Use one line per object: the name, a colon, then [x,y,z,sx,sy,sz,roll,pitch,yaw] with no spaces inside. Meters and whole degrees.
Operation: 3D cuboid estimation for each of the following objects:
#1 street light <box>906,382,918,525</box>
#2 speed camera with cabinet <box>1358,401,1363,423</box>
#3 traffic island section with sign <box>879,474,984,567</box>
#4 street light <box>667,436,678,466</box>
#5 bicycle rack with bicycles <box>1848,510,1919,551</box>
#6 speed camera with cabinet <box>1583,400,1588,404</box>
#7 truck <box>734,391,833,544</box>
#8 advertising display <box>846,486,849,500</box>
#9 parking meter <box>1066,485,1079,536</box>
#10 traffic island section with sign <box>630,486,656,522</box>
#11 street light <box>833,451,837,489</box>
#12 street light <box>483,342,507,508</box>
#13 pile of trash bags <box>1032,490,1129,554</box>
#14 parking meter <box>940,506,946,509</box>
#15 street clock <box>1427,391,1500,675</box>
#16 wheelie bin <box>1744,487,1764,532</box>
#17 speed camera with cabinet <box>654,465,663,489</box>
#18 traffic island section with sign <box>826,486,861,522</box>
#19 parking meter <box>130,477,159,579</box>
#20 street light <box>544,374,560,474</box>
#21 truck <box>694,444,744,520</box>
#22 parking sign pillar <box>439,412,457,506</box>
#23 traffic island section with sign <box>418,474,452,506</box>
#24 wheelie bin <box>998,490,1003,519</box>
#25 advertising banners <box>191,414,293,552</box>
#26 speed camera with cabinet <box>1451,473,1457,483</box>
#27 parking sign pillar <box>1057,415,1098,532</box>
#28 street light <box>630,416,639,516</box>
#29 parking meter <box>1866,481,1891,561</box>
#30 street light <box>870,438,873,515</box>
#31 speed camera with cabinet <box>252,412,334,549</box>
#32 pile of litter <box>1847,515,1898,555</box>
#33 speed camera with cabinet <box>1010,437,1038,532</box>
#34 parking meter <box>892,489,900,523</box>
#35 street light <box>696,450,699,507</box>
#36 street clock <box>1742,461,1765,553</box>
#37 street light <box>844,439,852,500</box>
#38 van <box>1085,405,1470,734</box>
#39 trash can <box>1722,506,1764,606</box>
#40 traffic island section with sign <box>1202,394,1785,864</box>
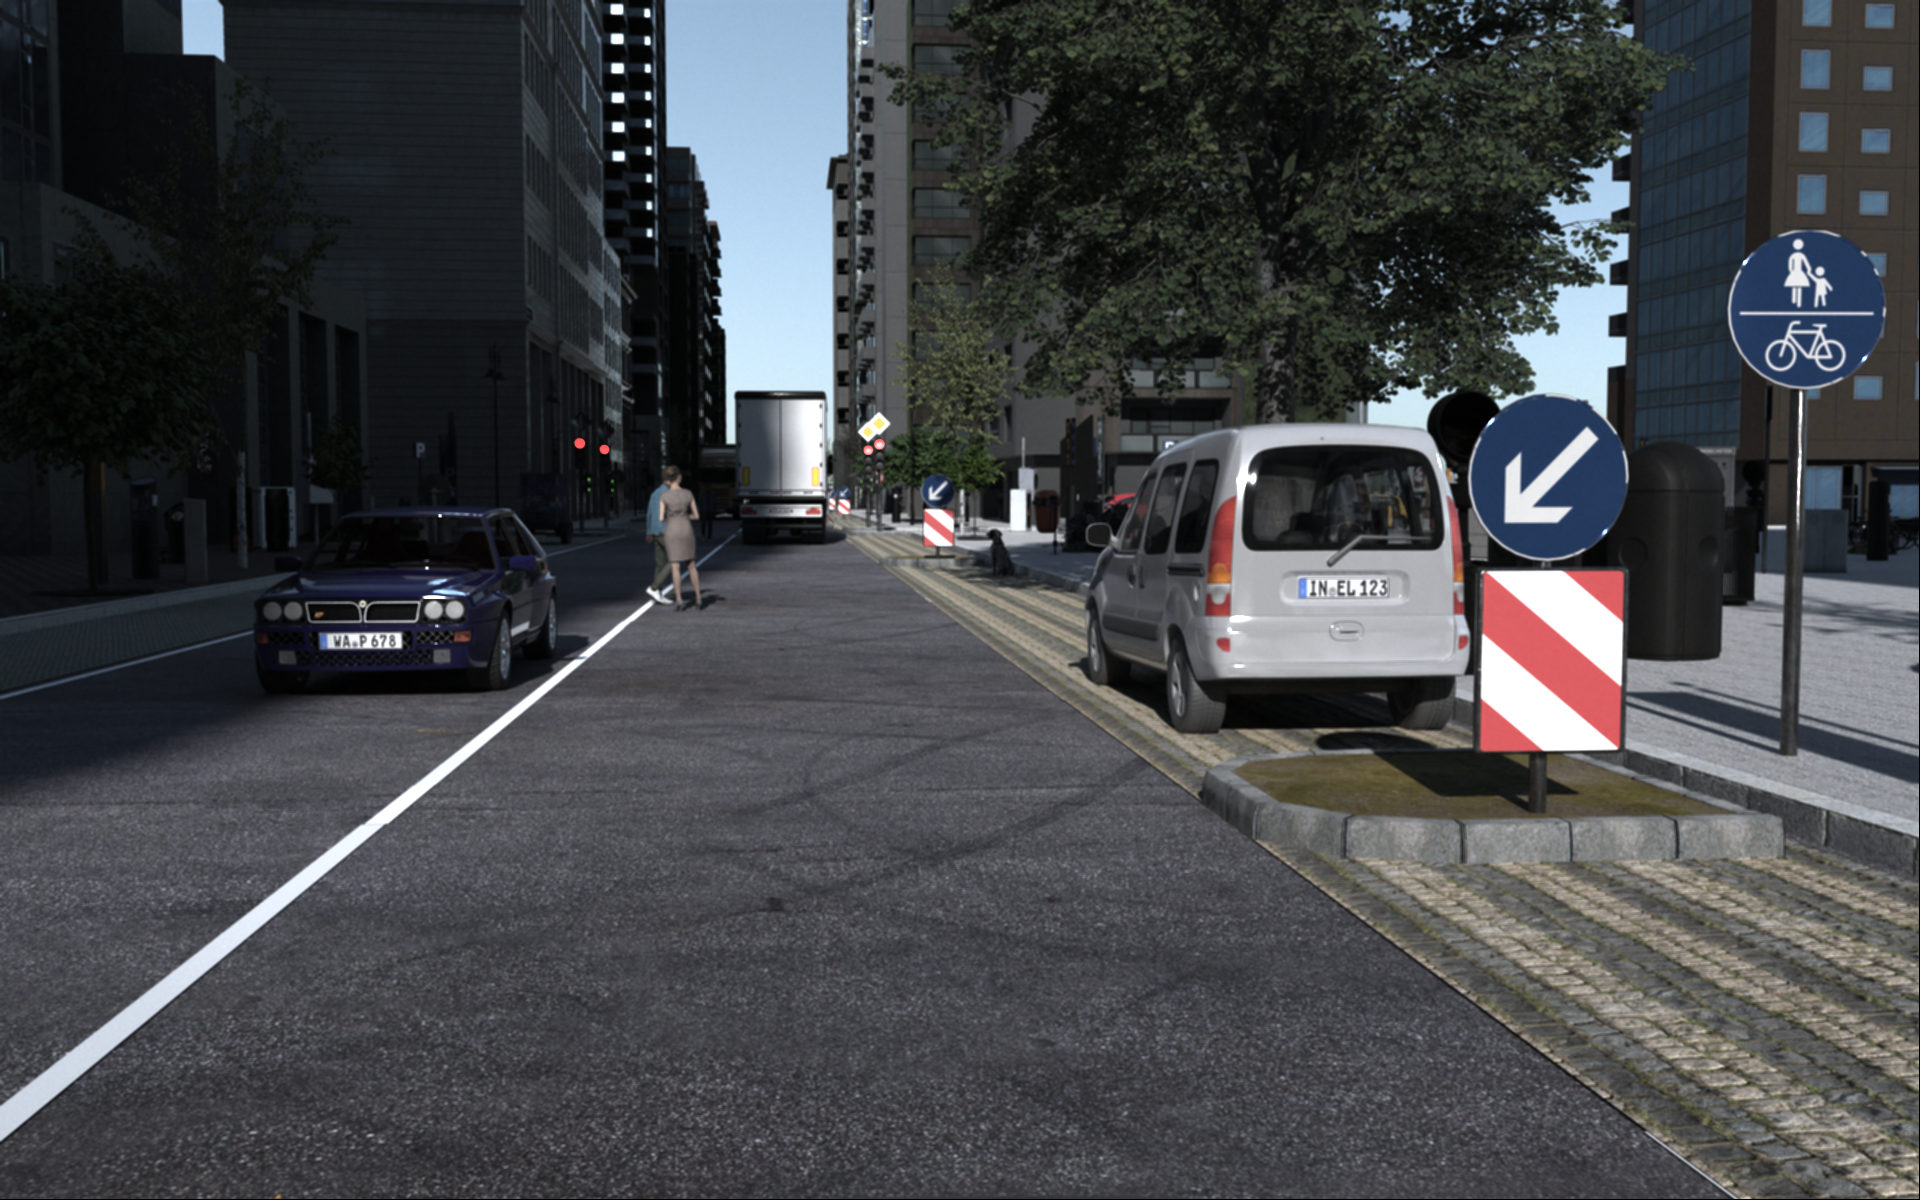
street light: [-1.995,-6.030,71.382,0.468,5.910,1.993,0,4,-6]
speed camera with cabinet: [8.421,-2.658,37.793,0.660,3.252,2.038,0,4,4]
traffic island section with sign: [-0.611,-1.607,34.905,1.989,1.847,2.006,0,4,-6]
street light: [-22.547,-9.932,135.173,0.468,5.910,1.993,0,4,-6]
bicycle rack with bicycles: [21.221,-1.635,40.111,2.852,0.926,2.925,-3,5,-42]
speed camera with cabinet: [12.473,-2.581,36.535,2.038,3.252,0.660,1,4,11]
truck: [-5.290,-3.905,52.754,2.839,4.237,11.283,0,4,-4]
advertising display: [-8.965,-8.133,138.184,0.123,1.923,0.974,-1,4,-14]
parking meter: [3.191,-2.498,49.252,0.372,1.533,0.369,0,3,0]
traffic island section with sign: [-15.883,-4.918,89.038,1.989,1.847,2.006,0,4,-6]
street light: [-13.283,-12.905,183.777,0.468,5.910,1.993,0,4,-6]
street light: [-14.146,-4.896,52.837,0.468,5.910,1.993,0,4,-6]
pile of trash bags: [2.975,-1.723,37.931,3.447,1.369,1.912,-3,4,-39]
parking meter: [-0.744,-3.971,73.331,0.372,1.533,0.369,0,3,0]
street clock: [3.568,-0.472,12.286,0.471,2.002,0.358,0,4,-4]
wheelie bin: [27.321,-3.156,59.516,0.693,1.594,0.980,1,4,16]
speed camera with cabinet: [-20.837,-7.660,119.581,0.660,3.252,2.038,-1,4,-10]
traffic island section with sign: [-6.179,-4.990,90.217,1.989,1.847,2.006,0,4,-6]
parking meter: [-12.370,-1.092,26.271,0.372,1.533,0.369,0,3,0]
street light: [-15.650,-5.738,66.599,0.468,5.910,1.993,0,4,-6]
truck: [-13.612,-6.750,99.271,2.839,4.237,11.283,0,4,-6]
parking sign pillar: [-16.570,-4.138,56.133,1.447,3.967,1.447,-1,4,-20]
traffic island section with sign: [-10.328,-1.548,33.938,1.989,1.847,2.006,0,4,-6]
wheelie bin: [2.302,-4.891,87.871,0.693,1.594,0.980,1,4,16]
advertising banners: [-15.874,-2.573,38.259,2.074,3.025,0.090,-1,4,-12]
speed camera with cabinet: [24.640,-5.667,86.984,0.660,3.252,2.038,1,4,19]
parking sign pillar: [4.076,-4.341,59.450,1.447,3.967,1.447,3,5,40]
street light: [-18.949,-7.836,100.901,0.468,5.910,1.993,0,4,-6]
parking meter: [17.715,-1.528,33.398,0.372,1.533,0.369,0,3,0]
street light: [-5.428,-8.142,105.913,0.468,5.910,1.993,0,4,-6]
speed camera with cabinet: [-15.953,-2.868,41.231,0.660,3.252,2.038,2,4,33]
pile of litter: [19.532,-1.417,37.137,1.719,0.858,1.176,-3,5,-44]
speed camera with cabinet: [2.225,-4.009,59.881,0.660,3.252,2.038,1,4,14]
parking meter: [-2.861,-4.232,77.598,0.372,1.533,0.369,0,3,0]
street light: [-26.803,-12.501,177.184,0.468,5.910,1.993,0,4,-6]
street clock: [17.174,-2.012,37.464,0.358,2.002,0.471,-2,4,-26]
street light: [-9.781,-10.755,148.629,0.468,5.910,1.993,0,4,-6]
van: [1.954,-0.289,11.739,2.013,2.044,4.112,0,4,-6]
trash can: [8.866,-0.512,20.025,0.748,1.137,0.748,0,3,0]
traffic island section with sign: [2.153,0.061,7.636,1.989,1.847,2.006,0,4,-6]
